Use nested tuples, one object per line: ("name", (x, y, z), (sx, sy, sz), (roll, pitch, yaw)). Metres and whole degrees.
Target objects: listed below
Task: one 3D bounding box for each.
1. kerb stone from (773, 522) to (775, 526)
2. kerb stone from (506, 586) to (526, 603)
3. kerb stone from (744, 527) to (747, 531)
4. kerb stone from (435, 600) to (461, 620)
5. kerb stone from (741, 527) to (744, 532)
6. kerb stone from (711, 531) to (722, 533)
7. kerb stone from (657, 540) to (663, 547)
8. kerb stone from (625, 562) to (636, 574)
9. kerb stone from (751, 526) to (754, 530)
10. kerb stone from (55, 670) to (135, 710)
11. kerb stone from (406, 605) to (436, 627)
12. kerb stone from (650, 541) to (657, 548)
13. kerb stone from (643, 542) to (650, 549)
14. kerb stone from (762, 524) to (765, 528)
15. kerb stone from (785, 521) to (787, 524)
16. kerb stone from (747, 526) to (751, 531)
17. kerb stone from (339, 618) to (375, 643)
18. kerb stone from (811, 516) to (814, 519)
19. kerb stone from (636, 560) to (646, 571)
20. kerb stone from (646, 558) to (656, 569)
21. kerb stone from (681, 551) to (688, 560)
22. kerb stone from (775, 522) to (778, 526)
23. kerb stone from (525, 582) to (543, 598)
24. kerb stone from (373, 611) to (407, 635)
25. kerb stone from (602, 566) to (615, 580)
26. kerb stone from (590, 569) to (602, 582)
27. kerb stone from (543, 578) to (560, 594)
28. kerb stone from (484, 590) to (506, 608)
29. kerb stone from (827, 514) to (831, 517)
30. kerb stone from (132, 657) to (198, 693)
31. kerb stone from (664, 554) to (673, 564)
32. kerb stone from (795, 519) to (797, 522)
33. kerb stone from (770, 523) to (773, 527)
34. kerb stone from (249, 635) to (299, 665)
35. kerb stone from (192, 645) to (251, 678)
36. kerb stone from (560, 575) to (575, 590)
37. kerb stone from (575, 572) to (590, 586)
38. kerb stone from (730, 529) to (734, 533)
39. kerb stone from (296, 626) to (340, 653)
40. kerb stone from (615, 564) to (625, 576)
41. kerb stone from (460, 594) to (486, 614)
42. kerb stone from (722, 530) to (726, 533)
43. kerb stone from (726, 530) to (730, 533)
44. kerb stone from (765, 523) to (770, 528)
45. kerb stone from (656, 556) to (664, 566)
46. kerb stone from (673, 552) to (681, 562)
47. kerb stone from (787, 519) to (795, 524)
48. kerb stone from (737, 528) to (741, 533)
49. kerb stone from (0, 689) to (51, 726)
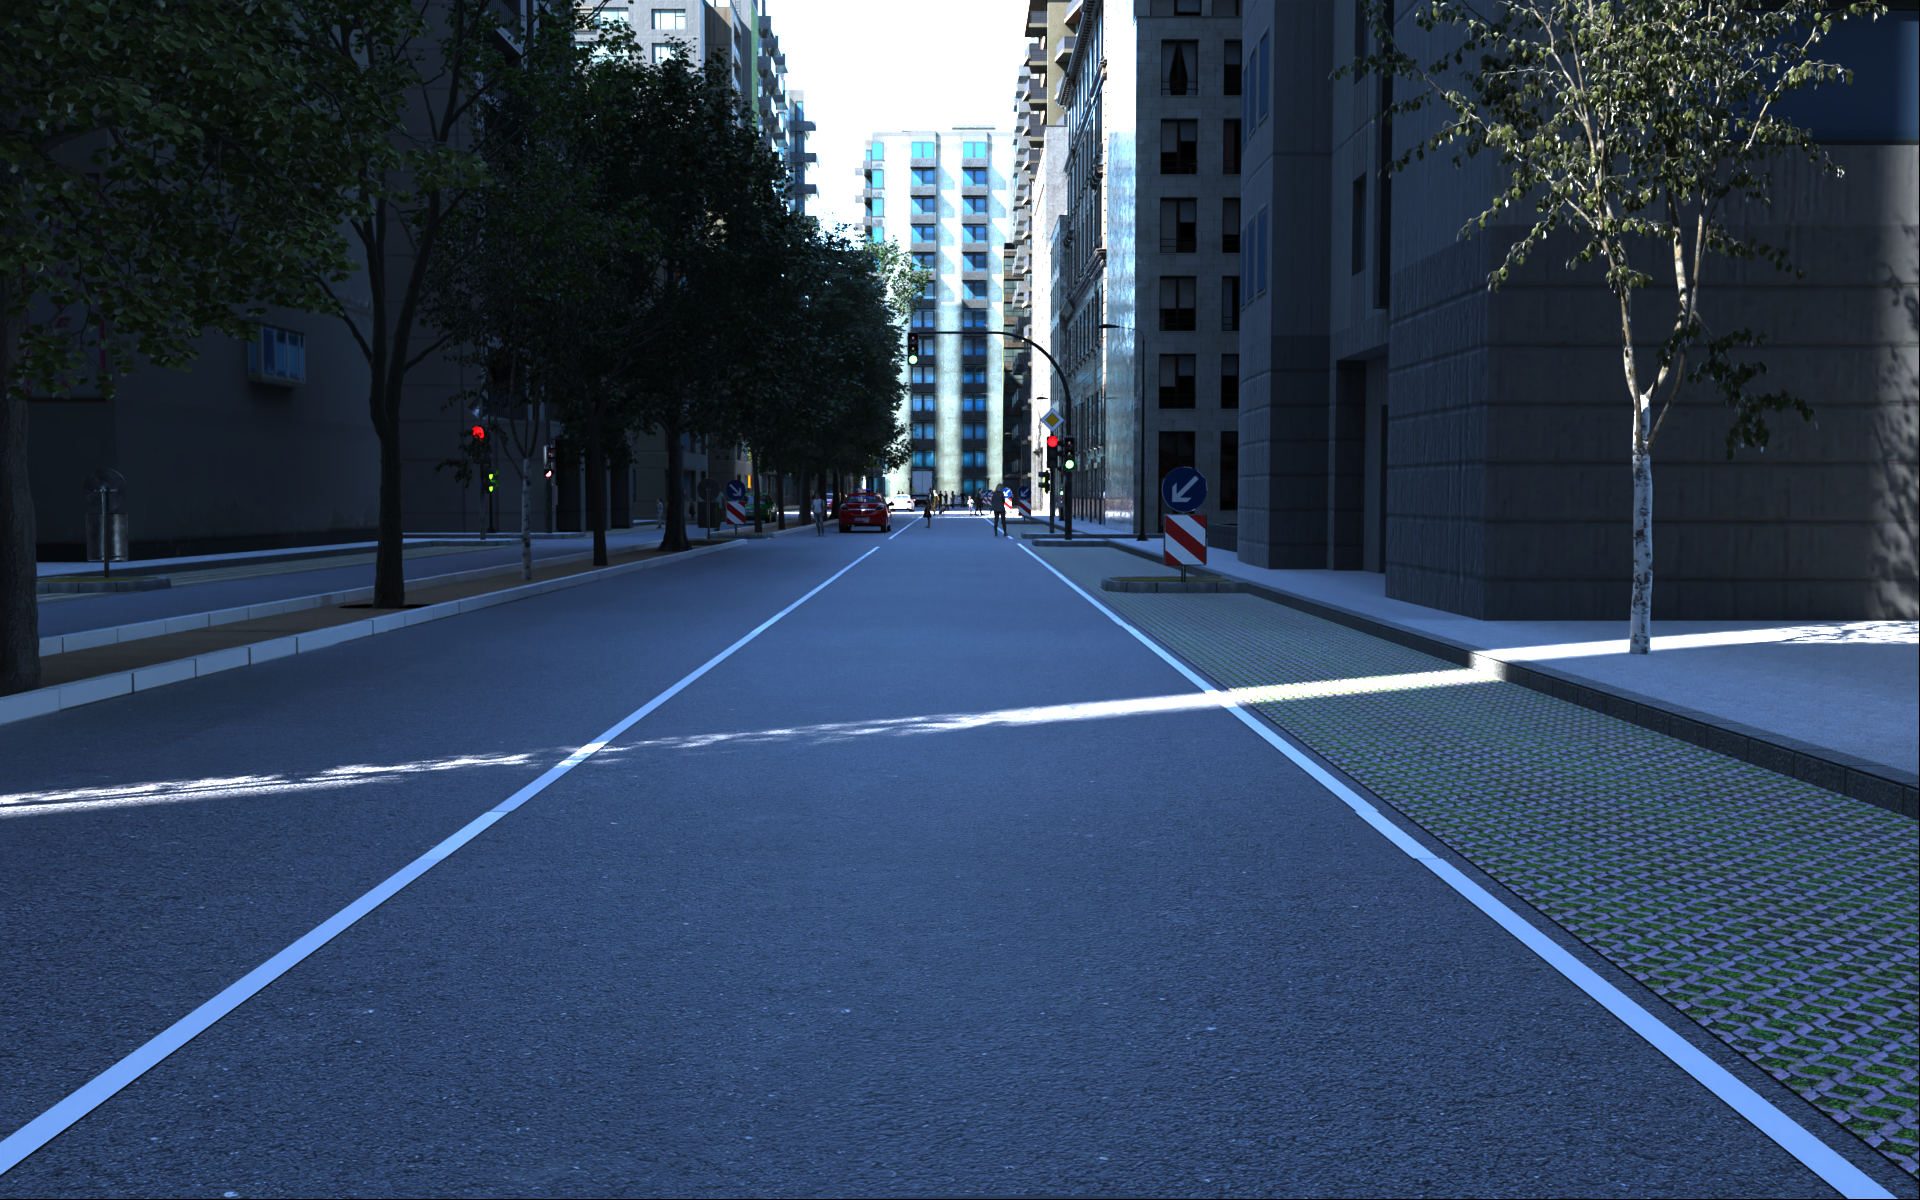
("kerb stone", (-8.325, -3.290, 76.034), (0.120, 0.150, 1.000), (0, 4, 0))
("kerb stone", (-6.038, -0.060, 23.213), (0.120, 0.150, 1.000), (0, 4, 0))
("kerb stone", (-8.293, -2.664, 65.781), (0.120, 0.150, 1.000), (0, 4, 0))
("kerb stone", (-6.032, 0.125, 20.147), (0.120, 0.150, 1.000), (0, 4, 0))
("kerb stone", (-8.286, -2.603, 64.758), (0.120, 0.150, 1.000), (0, 4, 0))
("kerb stone", (-8.263, -2.227, 58.611), (0.120, 0.150, 1.000), (0, 4, 0))
("kerb stone", (-8.227, -1.503, 46.771), (0.120, 0.150, 1.000), (0, 4, 0))
("kerb stone", (-6.069, -0.563, 31.396), (0.120, 0.150, 1.000), (0, 4, 0))
("kerb stone", (-8.302, -2.791, 67.830), (0.120, 0.150, 1.000), (0, 4, 0))
("kerb stone", (-6.006, 0.627, 11.937), (0.120, 0.150, 1.000), (0, 4, 0))
("kerb stone", (-6.027, 0.188, 19.125), (0.120, 0.150, 1.000), (0, 4, 0))
("kerb stone", (-8.217, -1.440, 45.743), (0.120, 0.150, 1.000), (0, 4, 0))
("kerb stone", (-8.213, -1.377, 44.717), (0.120, 0.150, 1.000), (0, 4, 0))
("kerb stone", (-8.317, -3.036, 71.932), (0.120, 0.150, 1.000), (0, 4, 0))
("kerb stone", (-8.338, -3.605, 81.171), (0.120, 0.150, 1.000), (0, 4, 0))
("kerb stone", (-8.295, -2.728, 66.805), (0.120, 0.150, 1.000), (0, 4, 0))
("kerb stone", (-6.019, 0.318, 17.071), (0.120, 0.150, 1.000), (0, 4, 0))
("kerb stone", (-8.414, -4.796, 100.632), (0.120, 0.150, 1.000), (0, 4, 0))
("kerb stone", (-6.071, -0.625, 32.418), (0.120, 0.150, 1.000), (0, 4, 0))
("kerb stone", (-6.063, -0.688, 33.451), (0.120, 0.150, 1.000), (0, 4, 0))
("kerb stone", (-6.086, -0.937, 37.542), (0.120, 0.150, 1.000), (0, 4, 0))
("kerb stone", (-8.335, -3.356, 77.062), (0.120, 0.150, 1.000), (0, 4, 0))
("kerb stone", (-6.046, -0.122, 24.235), (0.120, 0.150, 1.000), (0, 4, 0))
("kerb stone", (-6.022, 0.250, 18.100), (0.120, 0.150, 1.000), (0, 4, 0))
("kerb stone", (-6.055, -0.437, 29.348), (0.120, 0.150, 1.000), (0, 4, 0))
("kerb stone", (-6.058, -0.375, 28.326), (0.120, 0.150, 1.000), (0, 4, 0))
("kerb stone", (-6.045, -0.187, 25.256), (0.120, 0.150, 1.000), (0, 4, 0))
("kerb stone", (-6.038, 0.000, 22.191), (0.120, 0.150, 1.000), (0, 4, 0))
("kerb stone", (-8.461, -5.550, 112.929), (0.120, 0.150, 1.000), (0, 4, 0))
("kerb stone", (-6.006, 0.567, 12.965), (0.120, 0.150, 1.000), (0, 4, 0))
("kerb stone", (-6.077, -0.814, 35.498), (0.120, 0.150, 1.000), (0, 4, 0))
("kerb stone", (-8.362, -3.921, 86.298), (0.120, 0.150, 1.000), (0, 4, 0))
("kerb stone", (-8.322, -3.229, 75.009), (0.120, 0.150, 1.000), (0, 4, 0))
("kerb stone", (-6.005, 0.440, 15.012), (0.120, 0.150, 1.000), (0, 4, 0))
("kerb stone", (-6.009, 0.503, 13.987), (0.120, 0.150, 1.000), (0, 4, 0))
("kerb stone", (-6.045, -0.250, 26.282), (0.120, 0.150, 1.000), (0, 4, 0))
("kerb stone", (-6.044, -0.312, 27.304), (0.120, 0.150, 1.000), (0, 4, 0))
("kerb stone", (-8.279, -2.411, 61.681), (0.120, 0.150, 1.000), (0, 4, 0))
("kerb stone", (-6.007, 0.376, 16.049), (0.120, 0.150, 1.000), (0, 4, 0))
("kerb stone", (-6.067, -0.500, 30.371), (0.120, 0.150, 1.000), (0, 4, 0))
("kerb stone", (-6.027, 0.063, 21.169), (0.120, 0.150, 1.000), (0, 4, 0))
("kerb stone", (-8.265, -2.288, 59.636), (0.120, 0.150, 1.000), (0, 4, 0))
("kerb stone", (-8.270, -2.352, 60.659), (0.120, 0.150, 1.000), (0, 4, 0))
("kerb stone", (-8.320, -3.167, 73.981), (0.120, 0.150, 1.000), (0, 4, 0))
("kerb stone", (-6.081, -0.751, 34.476), (0.120, 0.150, 1.000), (0, 4, 0))
("kerb stone", (-6.083, -0.876, 36.520), (0.120, 0.150, 1.000), (0, 4, 0))
("kerb stone", (-8.365, -3.858, 85.269), (0.120, 0.150, 1.000), (0, 4, 0))
("kerb stone", (-8.286, -2.541, 63.734), (0.120, 0.150, 1.000), (0, 4, 0))
("kerb stone", (-5.993, 0.690, 10.915), (0.120, 0.150, 1.000), (0, 4, 0))
